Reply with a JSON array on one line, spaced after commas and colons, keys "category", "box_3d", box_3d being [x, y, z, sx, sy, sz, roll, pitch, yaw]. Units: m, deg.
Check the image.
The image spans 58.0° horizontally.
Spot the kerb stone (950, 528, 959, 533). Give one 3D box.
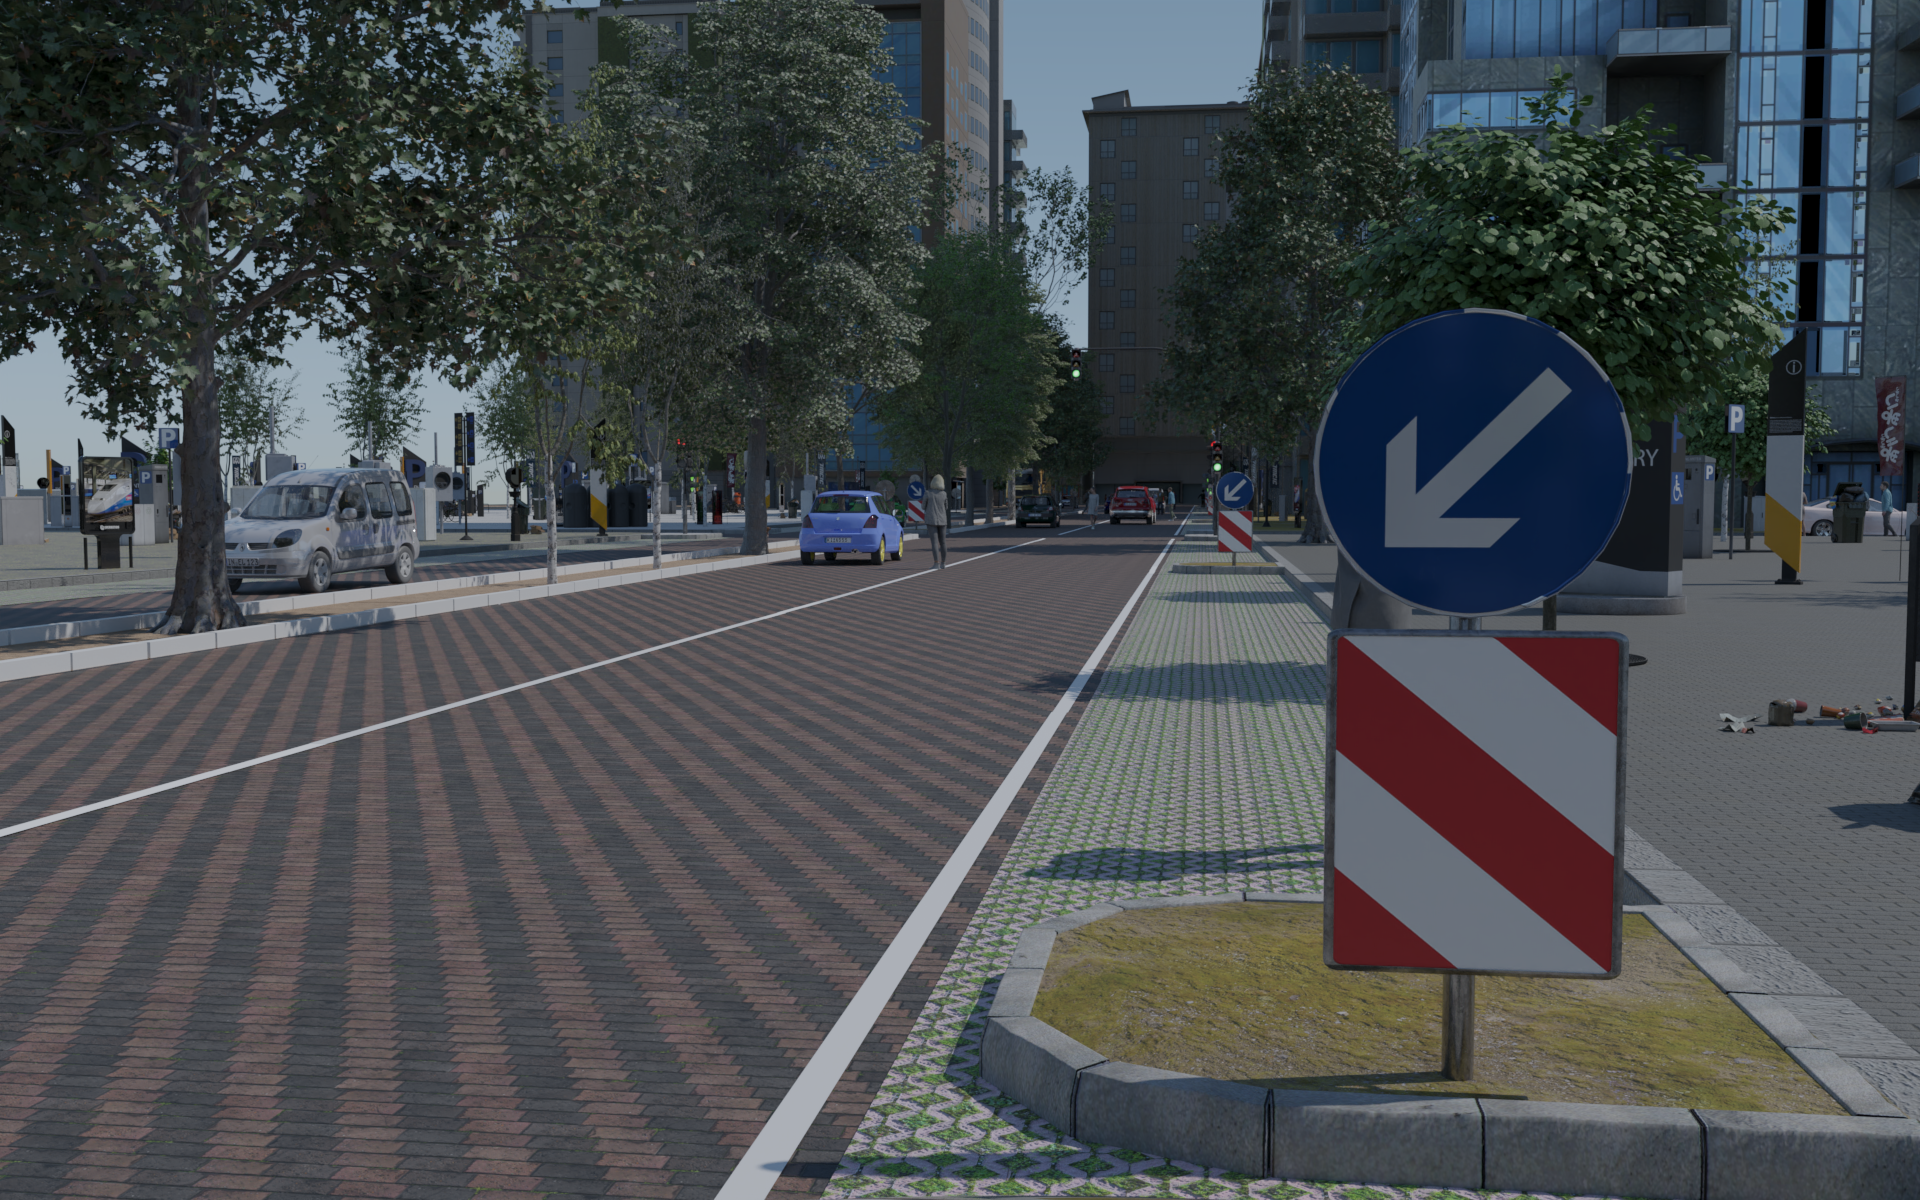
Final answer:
[{"category": "kerb stone", "box_3d": [-0.258, -2.543, 63.778, 0.120, 0.150, 1.000, 0, 4, 8]}]

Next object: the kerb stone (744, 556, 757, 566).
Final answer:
[{"category": "kerb stone", "box_3d": [-4.312, -0.773, 34.831, 0.120, 0.150, 1.000, 0, 4, 8]}]

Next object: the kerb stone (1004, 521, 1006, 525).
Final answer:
[{"category": "kerb stone", "box_3d": [1.865, -3.475, 79.017, 0.120, 0.150, 1.000, 0, 4, 8]}]

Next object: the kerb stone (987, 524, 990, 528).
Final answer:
[{"category": "kerb stone", "box_3d": [1.029, -3.103, 72.934, 0.120, 0.150, 1.000, 0, 4, 8]}]

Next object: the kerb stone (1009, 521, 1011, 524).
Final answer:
[{"category": "kerb stone", "box_3d": [2.161, -3.595, 81.044, 0.120, 0.150, 1.000, 0, 4, 8]}]

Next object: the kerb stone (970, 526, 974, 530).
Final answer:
[{"category": "kerb stone", "box_3d": [0.308, -2.792, 67.853, 0.120, 0.150, 1.000, 0, 4, 8]}]

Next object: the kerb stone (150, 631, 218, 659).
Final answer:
[{"category": "kerb stone", "box_3d": [-7.016, 0.410, 15.530, 0.120, 0.150, 1.000, 0, 4, 8]}]

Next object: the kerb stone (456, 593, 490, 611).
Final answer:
[{"category": "kerb stone", "box_3d": [-6.159, 0.034, 21.633, 0.120, 0.150, 1.000, 0, 4, 8]}]

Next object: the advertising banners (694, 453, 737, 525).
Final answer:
[{"category": "advertising banners", "box_3d": [-10.279, -4.703, 73.086, 2.074, 3.025, 0.090, -3, 4, -38]}]

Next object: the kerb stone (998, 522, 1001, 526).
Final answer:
[{"category": "kerb stone", "box_3d": [1.592, -3.351, 76.991, 0.120, 0.150, 1.000, 0, 4, 8]}]

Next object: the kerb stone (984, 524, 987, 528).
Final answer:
[{"category": "kerb stone", "box_3d": [0.875, -3.035, 71.917, 0.120, 0.150, 1.000, 0, 4, 8]}]

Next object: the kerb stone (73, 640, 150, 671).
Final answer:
[{"category": "kerb stone", "box_3d": [-7.160, 0.471, 14.497, 0.120, 0.150, 1.000, 0, 4, 8]}]

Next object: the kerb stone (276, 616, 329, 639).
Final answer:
[{"category": "kerb stone", "box_3d": [-6.732, 0.283, 17.571, 0.120, 0.150, 1.000, 0, 4, 8]}]

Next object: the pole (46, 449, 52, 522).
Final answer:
[{"category": "pole", "box_3d": [-41.640, -5.221, 79.207, 0.158, 3.312, 0.155, 0, 3, 0]}]

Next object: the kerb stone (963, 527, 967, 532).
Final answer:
[{"category": "kerb stone", "box_3d": [0.032, -2.665, 65.811, 0.120, 0.150, 1.000, 0, 4, 8]}]

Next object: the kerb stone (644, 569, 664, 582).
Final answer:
[{"category": "kerb stone", "box_3d": [-5.171, -0.397, 28.732, 0.120, 0.150, 1.000, 0, 4, 8]}]

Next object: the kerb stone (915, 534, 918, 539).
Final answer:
[{"category": "kerb stone", "box_3d": [-1.469, -2.013, 55.110, 0.120, 0.150, 1.000, 0, 4, 8]}]

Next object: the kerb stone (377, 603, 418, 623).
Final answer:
[{"category": "kerb stone", "box_3d": [-6.448, 0.158, 19.608, 0.120, 0.150, 1.000, 0, 4, 8]}]

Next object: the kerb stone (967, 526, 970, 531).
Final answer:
[{"category": "kerb stone", "box_3d": [0.160, -2.730, 66.828, 0.120, 0.150, 1.000, 0, 4, 8]}]

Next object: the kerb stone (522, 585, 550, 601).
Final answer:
[{"category": "kerb stone", "box_3d": [-5.879, -0.090, 23.669, 0.120, 0.150, 1.000, 0, 4, 8]}]

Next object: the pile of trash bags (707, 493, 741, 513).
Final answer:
[{"category": "pile of trash bags", "box_3d": [-16.110, -6.715, 119.548, 1.912, 1.369, 3.447, 1, 4, 23]}]

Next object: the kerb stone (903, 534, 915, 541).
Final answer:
[{"category": "kerb stone", "box_3d": [-1.620, -1.950, 54.099, 0.120, 0.150, 1.000, 0, 4, 8]}]

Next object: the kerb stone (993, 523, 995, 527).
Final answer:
[{"category": "kerb stone", "box_3d": [1.304, -3.227, 74.963, 0.120, 0.150, 1.000, 0, 4, 8]}]

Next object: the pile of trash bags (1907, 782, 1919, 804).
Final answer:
[{"category": "pile of trash bags", "box_3d": [4.833, 0.242, 5.788, 1.912, 1.369, 3.447, 0, 4, 2]}]

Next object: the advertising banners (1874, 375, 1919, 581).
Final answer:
[{"category": "advertising banners", "box_3d": [14.113, -1.765, 25.039, 0.090, 3.025, 2.074, -2, 4, -25]}]

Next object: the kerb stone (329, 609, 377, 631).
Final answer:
[{"category": "kerb stone", "box_3d": [-6.584, 0.227, 18.591, 0.120, 0.150, 1.000, 0, 4, 8]}]

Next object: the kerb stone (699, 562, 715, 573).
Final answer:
[{"category": "kerb stone", "box_3d": [-4.738, -0.586, 31.778, 0.120, 0.150, 1.000, 0, 4, 8]}]

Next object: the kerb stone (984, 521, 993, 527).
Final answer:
[{"category": "kerb stone", "box_3d": [1.161, -3.165, 73.948, 0.120, 0.150, 1.000, 0, 4, 8]}]

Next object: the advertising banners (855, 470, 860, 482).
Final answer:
[{"category": "advertising banners", "box_3d": [-8.069, -7.904, 125.417, 2.074, 3.025, 0.090, 1, 4, 17]}]

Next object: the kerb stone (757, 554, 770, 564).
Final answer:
[{"category": "kerb stone", "box_3d": [-4.170, -0.828, 35.844, 0.120, 0.150, 1.000, 0, 4, 8]}]

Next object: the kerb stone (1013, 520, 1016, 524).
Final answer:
[{"category": "kerb stone", "box_3d": [2.444, -3.723, 83.071, 0.120, 0.150, 1.000, 0, 4, 8]}]

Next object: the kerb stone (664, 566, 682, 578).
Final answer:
[{"category": "kerb stone", "box_3d": [-5.027, -0.462, 29.750, 0.120, 0.150, 1.000, 0, 4, 8]}]

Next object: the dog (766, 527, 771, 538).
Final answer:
[{"category": "dog", "box_3d": [-5.584, -1.797, 48.664, 0.540, 0.507, 0.406, -1, 4, -9]}]

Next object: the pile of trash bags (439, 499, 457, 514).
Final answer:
[{"category": "pile of trash bags", "box_3d": [-31.949, -5.759, 103.909, 1.912, 1.369, 3.447, 1, 4, 22]}]

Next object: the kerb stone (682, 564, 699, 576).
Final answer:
[{"category": "kerb stone", "box_3d": [-4.884, -0.524, 30.767, 0.120, 0.150, 1.000, 0, 4, 8]}]

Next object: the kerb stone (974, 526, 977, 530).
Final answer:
[{"category": "kerb stone", "box_3d": [0.453, -2.854, 68.864, 0.120, 0.150, 1.000, 0, 4, 8]}]

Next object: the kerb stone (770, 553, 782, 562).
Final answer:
[{"category": "kerb stone", "box_3d": [-4.025, -0.897, 36.858, 0.120, 0.150, 1.000, 0, 4, 8]}]

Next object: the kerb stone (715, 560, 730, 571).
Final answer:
[{"category": "kerb stone", "box_3d": [-4.591, -0.644, 32.807, 0.120, 0.150, 1.000, 0, 4, 8]}]

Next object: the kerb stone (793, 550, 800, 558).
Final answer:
[{"category": "kerb stone", "box_3d": [-3.750, -1.018, 38.883, 0.120, 0.150, 1.000, 0, 4, 8]}]

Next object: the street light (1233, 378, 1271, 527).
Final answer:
[{"category": "street light", "box_3d": [11.438, -5.811, 67.556, 1.470, 5.913, 1.316, 0, 4, 8]}]

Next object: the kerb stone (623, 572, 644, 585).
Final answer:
[{"category": "kerb stone", "box_3d": [-5.311, -0.338, 27.719, 0.120, 0.150, 1.000, 0, 4, 8]}]

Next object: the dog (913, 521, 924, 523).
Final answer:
[{"category": "dog", "box_3d": [-2.072, -4.072, 86.771, 0.550, 0.427, 0.748, 0, 4, 1]}]

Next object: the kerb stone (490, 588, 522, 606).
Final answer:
[{"category": "kerb stone", "box_3d": [-6.018, -0.023, 22.654, 0.120, 0.150, 1.000, 0, 4, 8]}]

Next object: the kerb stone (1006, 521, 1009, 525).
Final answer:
[{"category": "kerb stone", "box_3d": [2.015, -3.537, 80.028, 0.120, 0.150, 1.000, 0, 4, 8]}]

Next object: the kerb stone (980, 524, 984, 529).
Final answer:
[{"category": "kerb stone", "box_3d": [0.738, -2.970, 70.903, 0.120, 0.150, 1.000, 0, 4, 8]}]

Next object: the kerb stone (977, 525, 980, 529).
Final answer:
[{"category": "kerb stone", "box_3d": [0.592, -2.916, 69.877, 0.120, 0.150, 1.000, 0, 4, 8]}]

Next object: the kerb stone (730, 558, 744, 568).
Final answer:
[{"category": "kerb stone", "box_3d": [-4.454, -0.711, 33.819, 0.120, 0.150, 1.000, 0, 4, 8]}]

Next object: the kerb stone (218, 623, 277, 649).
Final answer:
[{"category": "kerb stone", "box_3d": [-6.870, 0.346, 16.546, 0.120, 0.150, 1.000, 0, 4, 8]}]

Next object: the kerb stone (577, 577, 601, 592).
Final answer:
[{"category": "kerb stone", "box_3d": [-5.594, -0.214, 25.694, 0.120, 0.150, 1.000, 0, 4, 8]}]

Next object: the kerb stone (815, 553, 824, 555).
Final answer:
[{"category": "kerb stone", "box_3d": [-3.321, -1.202, 41.920, 0.120, 0.150, 1.000, 0, 4, 8]}]

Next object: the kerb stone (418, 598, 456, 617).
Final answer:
[{"category": "kerb stone", "box_3d": [-6.304, 0.098, 20.622, 0.120, 0.150, 1.000, 0, 4, 8]}]

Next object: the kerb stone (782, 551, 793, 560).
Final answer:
[{"category": "kerb stone", "box_3d": [-3.887, -0.955, 37.871, 0.120, 0.150, 1.000, 0, 4, 8]}]

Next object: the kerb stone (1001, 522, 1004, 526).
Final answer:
[{"category": "kerb stone", "box_3d": [1.731, -3.413, 78.004, 0.120, 0.150, 1.000, 0, 4, 8]}]

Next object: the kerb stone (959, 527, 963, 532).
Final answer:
[{"category": "kerb stone", "box_3d": [-0.123, -2.605, 64.793, 0.120, 0.150, 1.000, 0, 4, 8]}]

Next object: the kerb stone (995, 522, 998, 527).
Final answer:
[{"category": "kerb stone", "box_3d": [1.447, -3.288, 75.975, 0.120, 0.150, 1.000, 0, 4, 8]}]

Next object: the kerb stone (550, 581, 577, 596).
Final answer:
[{"category": "kerb stone", "box_3d": [-5.732, -0.150, 24.680, 0.120, 0.150, 1.000, 0, 4, 8]}]

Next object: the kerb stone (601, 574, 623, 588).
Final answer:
[{"category": "kerb stone", "box_3d": [-5.454, -0.276, 26.707, 0.120, 0.150, 1.000, 0, 4, 8]}]

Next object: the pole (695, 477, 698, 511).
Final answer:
[{"category": "pole", "box_3d": [-20.249, -8.528, 133.274, 0.158, 3.312, 0.155, 0, 3, 0]}]

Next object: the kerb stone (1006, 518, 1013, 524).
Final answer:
[{"category": "kerb stone", "box_3d": [2.302, -3.661, 82.058, 0.120, 0.150, 1.000, 0, 4, 8]}]
